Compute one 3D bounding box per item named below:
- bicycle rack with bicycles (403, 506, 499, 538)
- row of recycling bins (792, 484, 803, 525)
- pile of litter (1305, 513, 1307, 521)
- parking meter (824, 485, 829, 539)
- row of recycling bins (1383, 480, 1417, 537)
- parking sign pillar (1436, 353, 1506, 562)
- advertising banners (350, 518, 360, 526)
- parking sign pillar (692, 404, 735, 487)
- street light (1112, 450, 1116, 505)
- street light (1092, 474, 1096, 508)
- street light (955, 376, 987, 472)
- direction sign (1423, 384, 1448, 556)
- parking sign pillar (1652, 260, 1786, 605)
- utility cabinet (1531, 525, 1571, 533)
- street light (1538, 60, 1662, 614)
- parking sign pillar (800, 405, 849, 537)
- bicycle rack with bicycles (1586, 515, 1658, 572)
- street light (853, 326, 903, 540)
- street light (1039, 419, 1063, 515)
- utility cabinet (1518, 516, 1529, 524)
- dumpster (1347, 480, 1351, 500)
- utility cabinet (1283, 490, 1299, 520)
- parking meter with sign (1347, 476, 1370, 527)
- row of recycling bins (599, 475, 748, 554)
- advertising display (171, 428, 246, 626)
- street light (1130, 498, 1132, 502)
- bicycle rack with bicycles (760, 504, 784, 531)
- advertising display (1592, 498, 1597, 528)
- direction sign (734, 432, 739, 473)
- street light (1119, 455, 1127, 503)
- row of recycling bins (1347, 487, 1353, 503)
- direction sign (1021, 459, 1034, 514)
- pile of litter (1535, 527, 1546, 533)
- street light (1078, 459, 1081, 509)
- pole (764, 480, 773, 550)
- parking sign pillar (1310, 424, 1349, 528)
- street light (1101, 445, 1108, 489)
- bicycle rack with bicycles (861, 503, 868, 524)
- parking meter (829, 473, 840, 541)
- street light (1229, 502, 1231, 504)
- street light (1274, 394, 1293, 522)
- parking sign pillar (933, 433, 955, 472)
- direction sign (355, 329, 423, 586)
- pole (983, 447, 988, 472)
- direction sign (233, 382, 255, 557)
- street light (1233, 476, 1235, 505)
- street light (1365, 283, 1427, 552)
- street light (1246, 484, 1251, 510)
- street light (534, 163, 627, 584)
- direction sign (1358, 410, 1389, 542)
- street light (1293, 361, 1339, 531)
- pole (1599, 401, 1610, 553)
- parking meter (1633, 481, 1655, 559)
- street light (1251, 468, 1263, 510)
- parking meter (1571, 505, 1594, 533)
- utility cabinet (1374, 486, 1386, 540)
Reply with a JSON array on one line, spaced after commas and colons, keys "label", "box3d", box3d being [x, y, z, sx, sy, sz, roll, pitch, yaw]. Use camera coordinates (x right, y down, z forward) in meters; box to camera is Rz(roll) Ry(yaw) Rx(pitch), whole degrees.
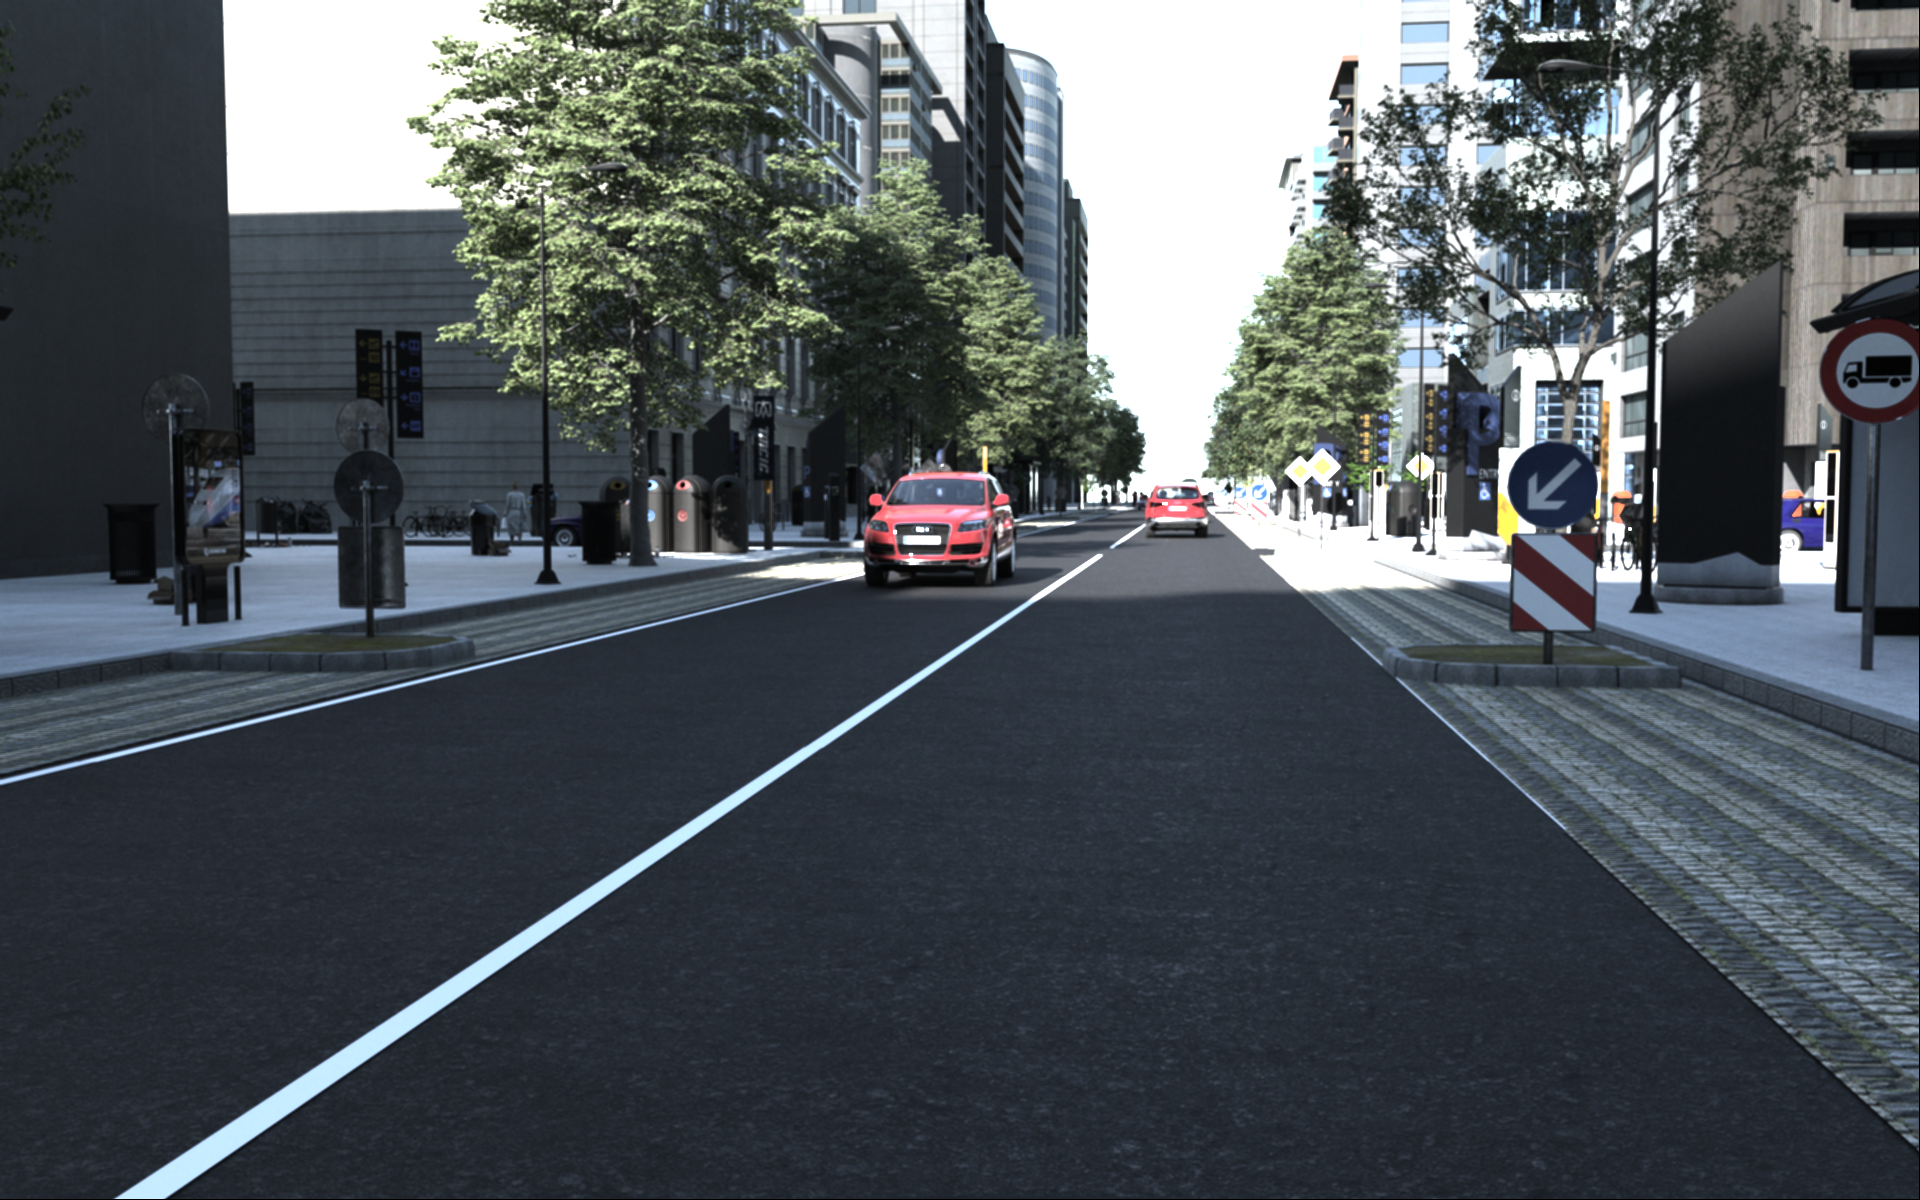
[{"label": "bicycle rack with bicycles", "box3d": [-15.267, -2.354, 51.870, 2.925, 0.926, 2.852, -3, 5, -41]}, {"label": "row of recycling bins", "box3d": [-6.065, -3.887, 70.671, 1.069, 1.692, 3.534, -1, 4, -19]}, {"label": "pile of litter", "box3d": [16.970, -4.180, 82.315, 1.176, 0.858, 1.719, 2, 4, 33]}, {"label": "parking meter", "box3d": [-3.728, -2.538, 49.914, 0.372, 1.533, 0.369, 0, 3, 0]}, {"label": "row of recycling bins", "box3d": [13.683, -2.847, 53.669, 1.069, 1.692, 3.534, 0, 4, 7]}, {"label": "parking sign pillar", "box3d": [9.987, -2.752, 33.471, 1.447, 3.967, 1.447, -3, 4, -36]}, {"label": "advertising banners", "box3d": [-12.269, -2.388, 35.235, 0.090, 3.025, 2.074, -2, 4, -28]}, {"label": "parking sign pillar", "box3d": [-7.460, -3.917, 52.518, 1.447, 3.967, 1.447, 2, 4, 28]}, {"label": "street light", "box3d": [15.828, -12.908, 183.589, 1.470, 5.913, 1.316, 0, 4, 8]}, {"label": "street light", "box3d": [10.475, -10.491, 144.070, 1.470, 5.913, 1.316, 0, 4, 8]}, {"label": "street light", "box3d": [0.379, -5.860, 68.344, 1.470, 5.913, 1.316, 0, 4, 8]}, {"label": "direction sign", "box3d": [9.837, -2.684, 35.878, 0.876, 3.537, 0.379, -3, 5, -44]}, {"label": "parking sign pillar", "box3d": [9.044, -1.963, 20.571, 1.447, 3.967, 1.447, 3, 4, 39]}, {"label": "utility cabinet", "box3d": [16.281, -2.236, 47.718, 1.020, 1.237, 0.306, 1, 4, 23]}, {"label": "street light", "box3d": [6.888, -2.820, 18.649, 1.470, 5.913, 1.316, 0, 4, 8]}, {"label": "parking sign pillar", "box3d": [-4.065, -3.879, 51.890, 1.447, 3.967, 1.447, -3, 5, -41]}, {"label": "bicycle rack with bicycles", "box3d": [11.758, -0.958, 29.041, 2.852, 0.926, 2.925, 1, 4, 22]}, {"label": "street light", "box3d": [-2.282, -4.627, 48.186, 1.470, 5.913, 1.316, 0, 4, 8]}, {"label": "street light", "box3d": [5.657, -8.263, 107.645, 1.470, 5.913, 1.316, 0, 4, 8]}, {"label": "utility cabinet", "box3d": [23.697, -3.922, 72.797, 1.173, 1.500, 0.318, -1, 4, -22]}, {"label": "dumpster", "box3d": [17.206, -4.737, 79.950, 1.502, 2.255, 1.985, 0, 4, 8]}, {"label": "utility cabinet", "box3d": [16.185, -4.649, 84.693, 0.318, 1.500, 1.173, 3, 4, 36]}, {"label": "parking meter with sign", "box3d": [15.691, -4.379, 67.863, 0.543, 3.016, 1.738, 3, 5, 42]}, {"label": "row of recycling bins", "box3d": [-6.285, -1.886, 37.947, 3.534, 1.692, 1.069, 1, 4, 17]}, {"label": "advertising display", "box3d": [-7.461, -0.735, 17.235, 0.123, 1.923, 0.974, 1, 4, 11]}, {"label": "street light", "box3d": [21.415, -15.480, 225.636, 1.470, 5.913, 1.316, 0, 4, 8]}, {"label": "bicycle rack with bicycles", "box3d": [-7.355, -2.872, 60.346, 2.852, 0.926, 2.925, 0, 4, 6]}, {"label": "advertising display", "box3d": [21.735, -3.327, 59.618, 0.123, 1.923, 0.974, 0, 4, 6]}, {"label": "direction sign", "box3d": [-8.364, -4.360, 63.288, 0.876, 3.537, 0.379, 3, 5, 41]}, {"label": "street light", "box3d": [18.794, -14.282, 206.053, 1.470, 5.913, 1.316, 0, 4, 8]}, {"label": "row of recycling bins", "box3d": [20.332, -5.009, 89.010, 3.534, 1.692, 1.069, 3, 4, 37]}, {"label": "direction sign", "box3d": [4.362, -7.364, 112.404, 0.876, 3.537, 0.379, -1, 4, -19]}, {"label": "pile of litter", "box3d": [15.698, -1.960, 46.009, 1.176, 0.858, 1.719, 1, 4, 16]}, {"label": "street light", "box3d": [7.862, -9.271, 124.126, 1.470, 5.913, 1.316, 0, 4, 8]}, {"label": "pole", "box3d": [-4.384, -2.796, 39.561, 0.158, 3.312, 0.155, 0, 3, 0]}, {"label": "parking sign pillar", "box3d": [14.078, -4.735, 65.896, 1.447, 3.967, 1.447, 3, 5, 43]}, {"label": "street light", "box3d": [13.191, -11.688, 163.641, 1.470, 5.913, 1.316, 0, 4, 8]}, {"label": "bicycle rack with bicycles", "box3d": [-2.902, -3.724, 74.273, 2.852, 0.926, 2.925, -1, 4, -16]}, {"label": "parking meter", "box3d": [-3.437, -2.543, 47.292, 0.255, 1.863, 0.399, -1, 4, -13]}, {"label": "street light", "box3d": [25.363, -11.251, 156.495, 1.470, 5.913, 1.316, 0, 4, 8]}, {"label": "street light", "box3d": [15.011, -6.571, 79.977, 1.470, 5.913, 1.316, 0, 4, 8]}, {"label": "parking sign pillar", "box3d": [-0.599, -5.248, 74.272, 1.447, 3.967, 1.447, 1, 4, 21]}, {"label": "direction sign", "box3d": [-7.897, -1.960, 24.049, 0.876, 3.537, 0.379, -2, 4, -28]}, {"label": "pole", "box3d": [1.101, -4.945, 74.687, 0.158, 3.312, 0.155, 0, 3, 0]}, {"label": "direction sign", "box3d": [-14.633, -2.642, 35.191, 0.876, 3.537, 0.379, 2, 4, 28]}, {"label": "street light", "box3d": [22.520, -10.043, 136.750, 1.470, 5.913, 1.316, 0, 4, 8]}, {"label": "street light", "box3d": [9.608, -4.017, 38.219, 1.470, 5.913, 1.316, 0, 4, 8]}, {"label": "street light", "box3d": [20.385, -9.004, 119.760, 1.470, 5.913, 1.316, 0, 4, 8]}, {"label": "street light", "box3d": [-5.357, -3.178, 24.496, 1.470, 5.913, 1.316, 0, 4, 8]}, {"label": "direction sign", "box3d": [11.181, -3.358, 46.896, 0.876, 3.537, 0.379, -1, 4, -12]}, {"label": "street light", "box3d": [12.512, -5.372, 60.378, 1.470, 5.913, 1.316, 0, 4, 8]}, {"label": "pole", "box3d": [14.090, -2.693, 37.877, 0.158, 3.312, 0.155, 0, 3, 0]}, {"label": "parking meter", "box3d": [13.450, -1.569, 34.072, 0.372, 1.533, 0.369, 0, 3, 0]}, {"label": "street light", "box3d": [17.664, -7.769, 99.557, 1.470, 5.913, 1.316, 0, 4, 8]}, {"label": "parking meter", "box3d": [11.961, -1.684, 33.252, 0.399, 1.863, 0.255, 1, 4, 17]}, {"label": "utility cabinet", "box3d": [11.714, -2.422, 48.277, 0.318, 1.500, 1.173, 1, 4, 13]}]
